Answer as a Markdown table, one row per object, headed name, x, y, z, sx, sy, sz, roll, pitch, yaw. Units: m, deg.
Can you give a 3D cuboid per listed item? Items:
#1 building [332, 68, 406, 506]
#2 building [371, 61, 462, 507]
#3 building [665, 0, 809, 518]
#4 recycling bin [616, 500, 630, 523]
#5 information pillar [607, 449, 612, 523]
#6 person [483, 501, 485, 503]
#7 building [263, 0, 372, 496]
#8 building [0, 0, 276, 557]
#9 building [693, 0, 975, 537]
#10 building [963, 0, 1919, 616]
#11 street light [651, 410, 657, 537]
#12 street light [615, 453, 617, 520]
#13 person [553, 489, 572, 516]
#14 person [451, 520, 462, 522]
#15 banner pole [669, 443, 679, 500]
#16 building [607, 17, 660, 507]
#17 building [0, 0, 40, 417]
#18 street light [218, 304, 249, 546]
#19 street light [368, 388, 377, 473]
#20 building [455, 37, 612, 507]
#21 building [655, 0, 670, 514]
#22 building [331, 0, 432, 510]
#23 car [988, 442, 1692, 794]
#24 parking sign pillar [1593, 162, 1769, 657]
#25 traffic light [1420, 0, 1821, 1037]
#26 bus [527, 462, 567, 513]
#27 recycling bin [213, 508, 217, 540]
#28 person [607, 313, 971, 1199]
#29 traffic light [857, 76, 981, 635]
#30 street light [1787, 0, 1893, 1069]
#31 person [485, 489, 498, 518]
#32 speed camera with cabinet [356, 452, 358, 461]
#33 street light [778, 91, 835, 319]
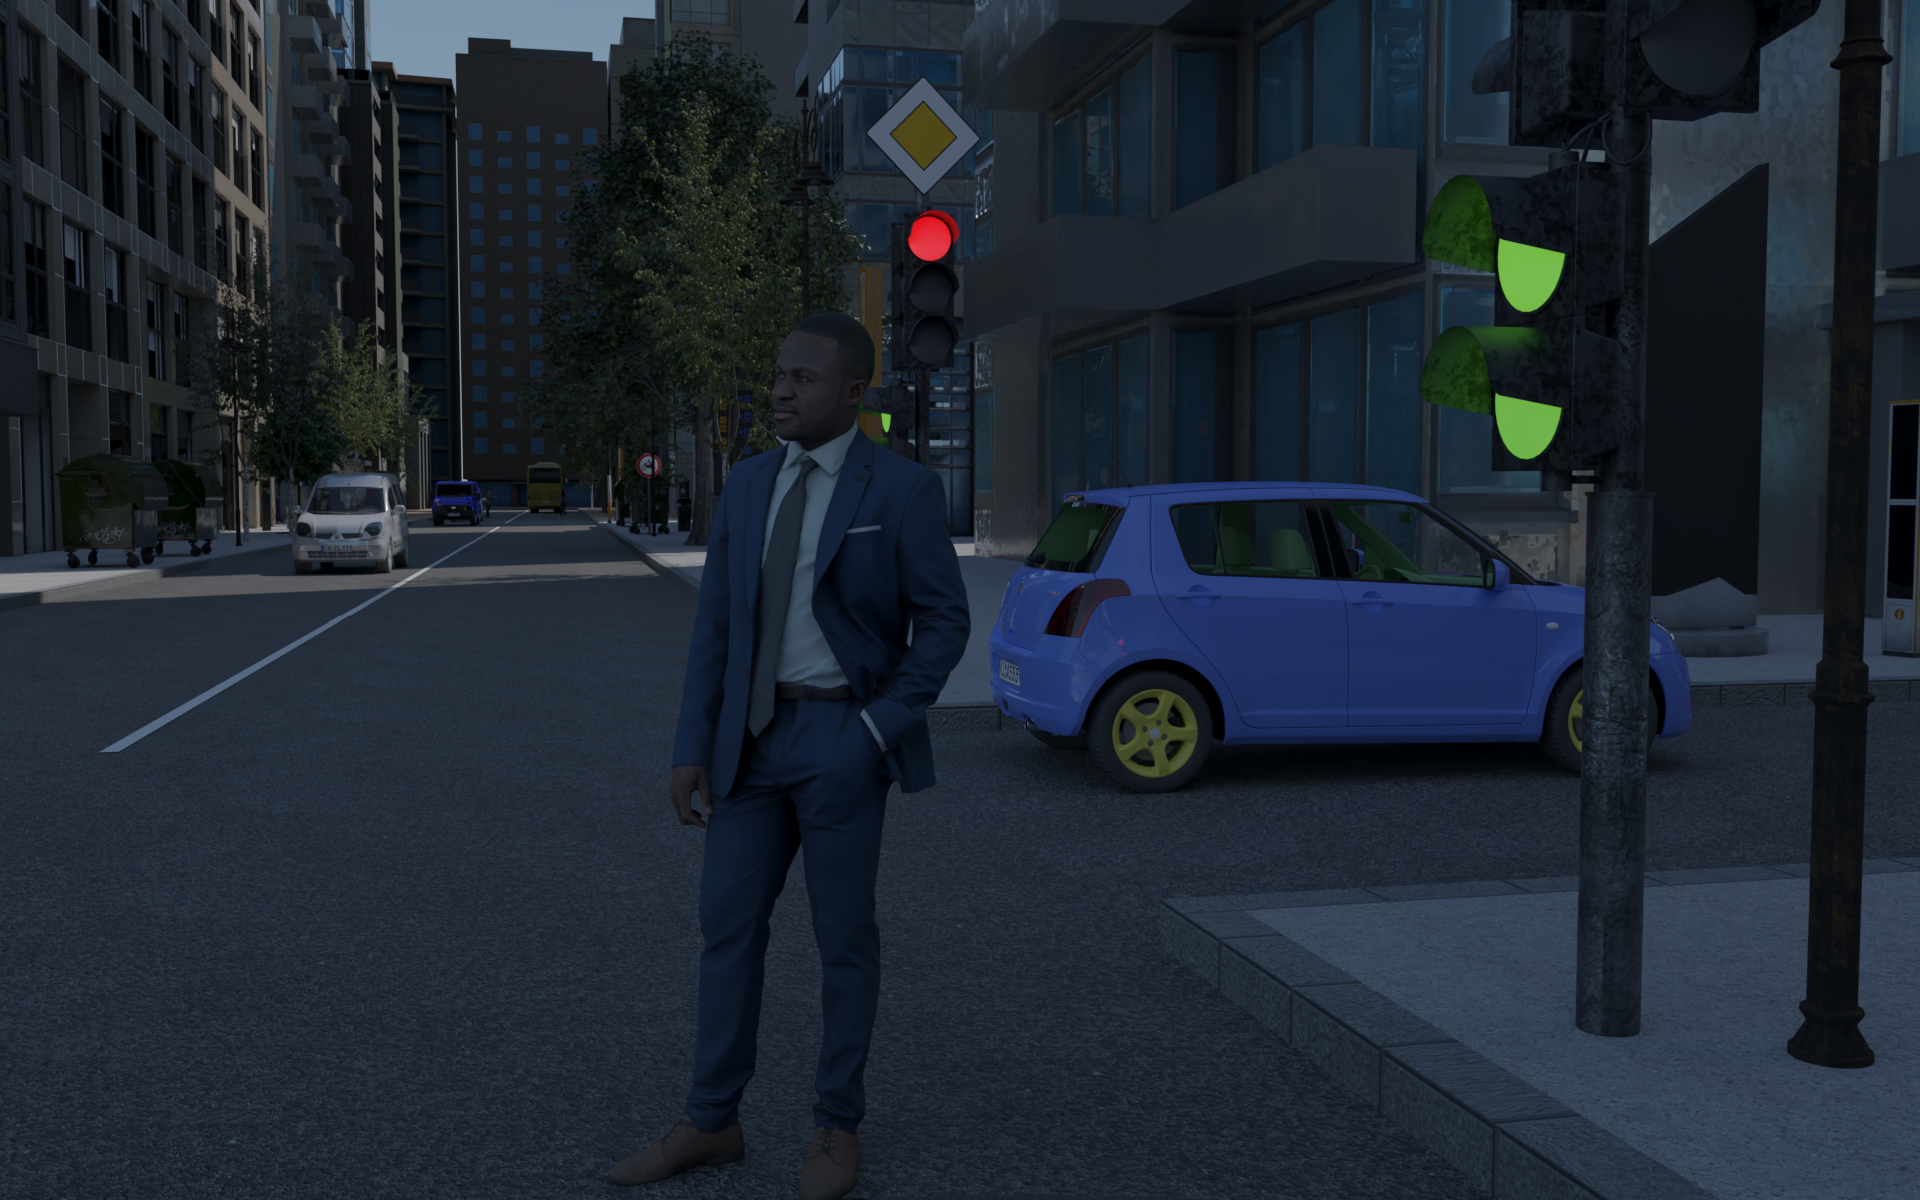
| name | x | y | z | sx | sy | sz | roll | pitch | yaw |
| --- | --- | --- | --- | --- | --- | --- | --- | --- | --- |
| building | -45.659 | -21.125 | 117.102 | 14.160 | 30.474 | 14.107 | -1 | 4 | -13 |
| building | -65.311 | -31.793 | 174.444 | 28.867 | 44.769 | 22.147 | -1 | 4 | -13 |
| building | -9.933 | -25.453 | 99.747 | 14.154 | 41.232 | 14.086 | -1 | 4 | -13 |
| recycling bin | -14.880 | -3.943 | 77.020 | 0.722 | 1.027 | 0.722 | 0 | 4 | 1 |
| information pillar | -15.534 | -5.219 | 76.693 | 0.183 | 3.616 | 0.504 | 0 | 4 | -5 |
| person | -29.678 | -5.959 | 106.028 | 0.705 | 1.812 | 1.348 | 2 | 4 | 32 |
| building | -45.535 | -28.979 | 93.411 | 23.786 | 49.044 | 30.456 | -1 | 4 | -13 |
| building | -32.525 | -14.947 | 48.899 | 19.350 | 26.468 | 34.151 | -1 | 4 | -13 |
| building | 2.049 | -46.021 | 65.118 | 22.319 | 86.520 | 31.000 | -1 | 4 | -13 |
| building | 14.952 | -24.985 | 28.120 | 30.456 | 49.044 | 23.786 | -1 | 4 | -13 |
| street light | -9.251 | -4.858 | 52.211 | 0.468 | 5.910 | 1.993 | -1 | 4 | -13 |
| street light | -16.807 | -6.835 | 84.542 | 0.468 | 5.910 | 1.993 | -1 | 4 | -13 |
| person | -25.668 | -6.281 | 111.907 | 1.217 | 1.735 | 0.721 | -2 | 4 | -25 |
| person | -25.525 | -4.841 | 87.526 | 0.599 | 1.838 | 0.709 | 2 | 4 | 26 |
| banner pole | -14.040 | -5.823 | 85.227 | 0.863 | 3.779 | 0.401 | 3 | 4 | 36 |
| building | -26.207 | -34.176 | 182.482 | 21.600 | 48.544 | 21.300 | -1 | 4 | -13 |
| building | -22.474 | -13.914 | 20.997 | 14.314 | 27.812 | 24.014 | -1 | 4 | -13 |
| street light | -17.718 | -4.256 | 42.366 | 0.468 | 5.910 | 1.993 | -1 | 4 | -13 |
| street light | -25.379 | -6.251 | 74.997 | 0.468 | 5.910 | 1.993 | -1 | 4 | -13 |
| building | -42.811 | -32.092 | 174.821 | 14.200 | 45.320 | 14.600 | -1 | 4 | -13 |
| building | -10.619 | -35.412 | 120.983 | 21.231 | 58.520 | 28.212 | -1 | 4 | -13 |
| building | -59.575 | -50.423 | 137.080 | 31.000 | 86.520 | 22.319 | -1 | 4 | -13 |
| car | 2.020 | 0.019 | 9.274 | 3.694 | 1.707 | 1.945 | -1 | 4 | -12 |
| parking sign pillar | 5.889 | -1.573 | 14.193 | 1.447 | 3.967 | 1.447 | -1 | 4 | -15 |
| traffic light | 1.537 | -0.925 | 4.042 | 0.839 | 4.253 | 0.868 | -1 | 4 | -13 |
| bus | -31.724 | -8.655 | 133.057 | 2.896 | 3.916 | 12.252 | -1 | 4 | -12 |
| recycling bin | -21.304 | -2.200 | 48.524 | 0.722 | 1.027 | 0.722 | 0 | 4 | -5 |
| person | -0.337 | 0.309 | 3.629 | 0.721 | 1.800 | 0.419 | 1 | 4 | 17 |
| traffic light | -0.277 | -1.400 | 11.819 | 0.839 | 4.253 | 0.868 | -1 | 4 | -13 |
| street light | 1.986 | -1.895 | 3.774 | 0.468 | 5.910 | 1.993 | -1 | 4 | -13 |
| person | -27.934 | -5.764 | 103.271 | 0.750 | 1.759 | 0.617 | -1 | 4 | -19 |
| speed camera with cabinet | -26.636 | -4.908 | 74.575 | 2.038 | 3.252 | 0.660 | 1 | 4 | 17 |
| street light | -1.813 | -2.914 | 20.432 | 0.468 | 5.910 | 1.993 | -1 | 4 | -13 |
